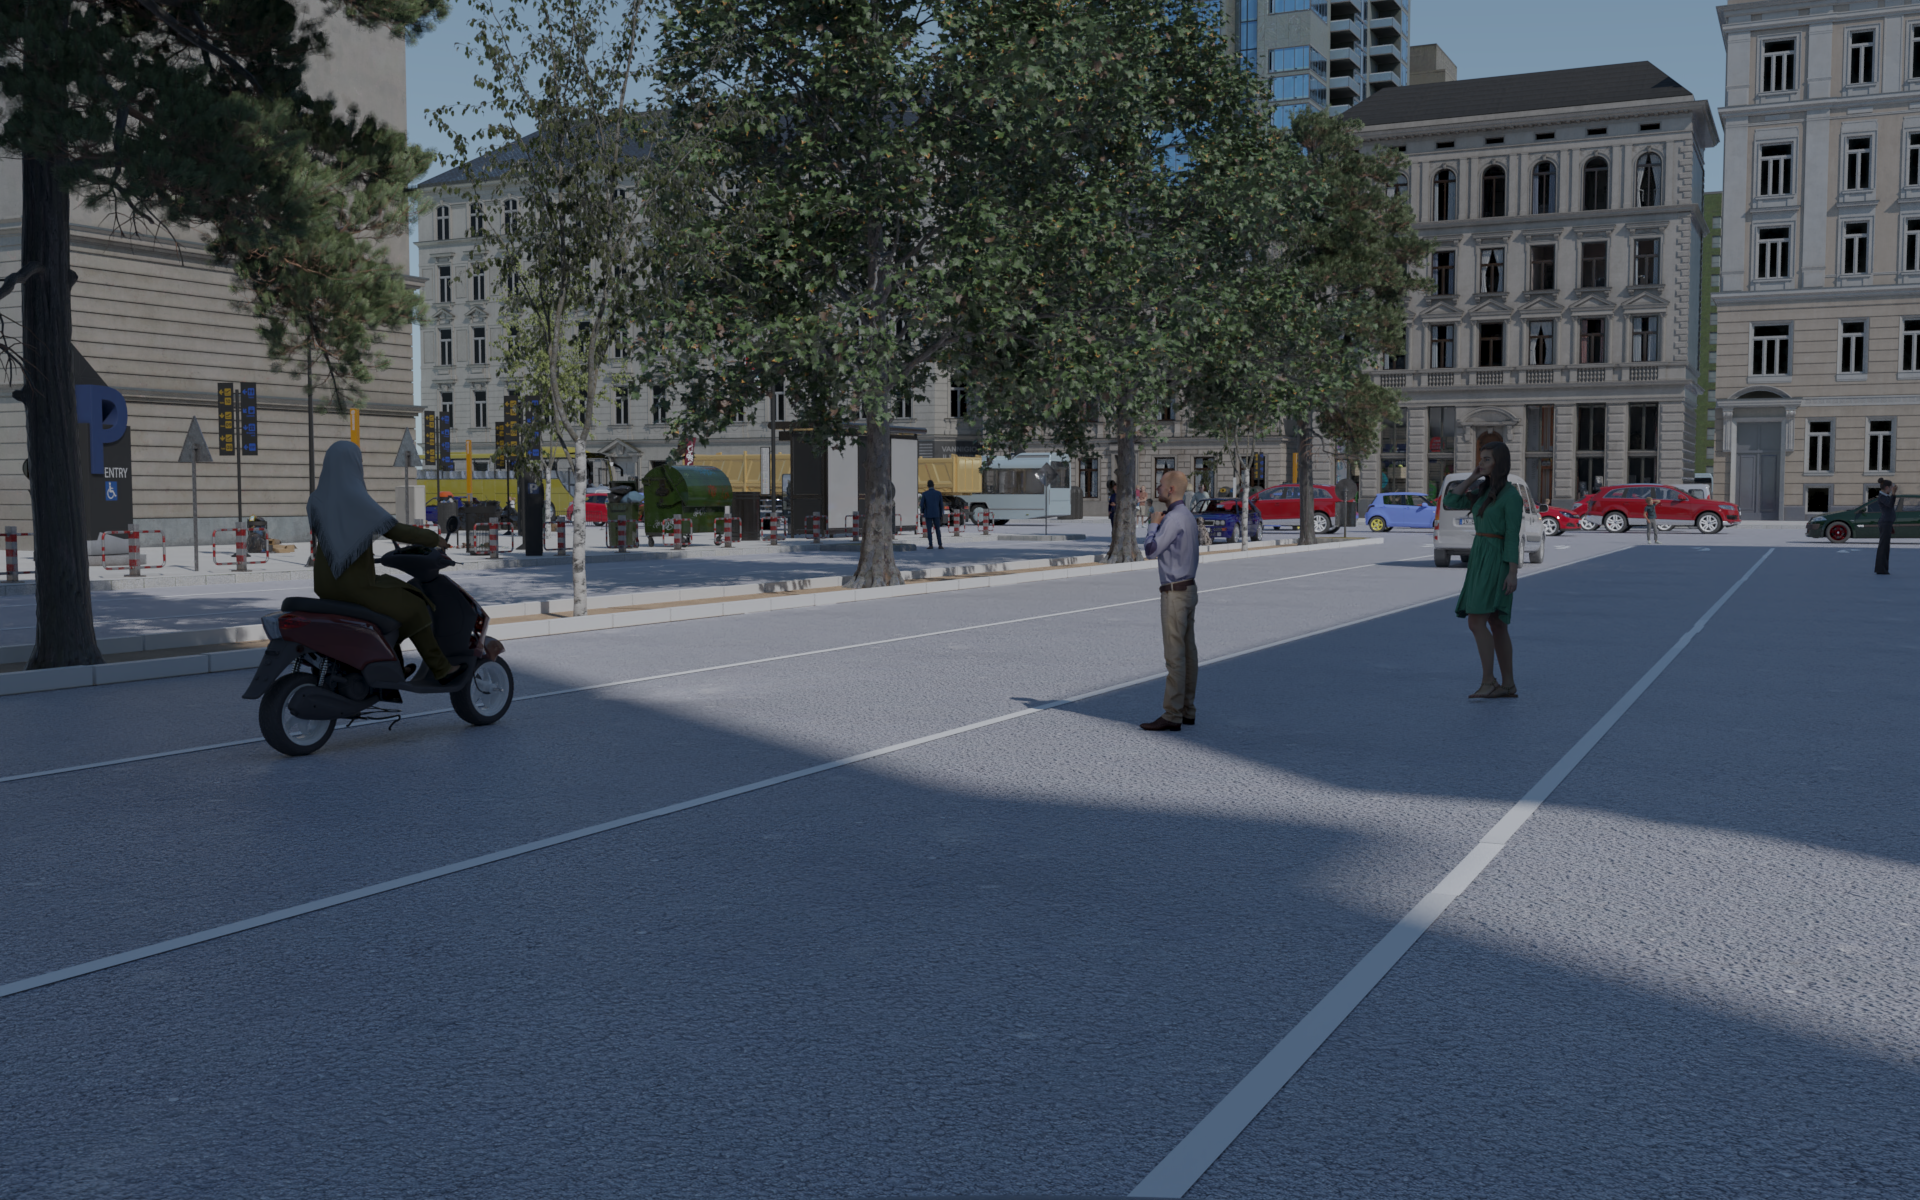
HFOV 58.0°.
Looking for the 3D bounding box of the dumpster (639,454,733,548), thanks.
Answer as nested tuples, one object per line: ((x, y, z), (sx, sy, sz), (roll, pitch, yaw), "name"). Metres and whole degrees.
((-6.702, -2.433, 42.277), (1.502, 2.255, 1.985), (2, 4, 26), "dumpster")

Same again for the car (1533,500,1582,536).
((19.141, -3.108, 59.864), (4.494, 1.783, 2.155), (2, 4, 28), "car")

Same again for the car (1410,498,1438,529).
((20.353, -3.834, 71.724), (4.494, 1.783, 2.155), (2, 4, 26), "car")

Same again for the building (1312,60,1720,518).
((29.218, -16.125, 92.518), (19.941, 23.489, 11.050), (2, 4, 26), "building")

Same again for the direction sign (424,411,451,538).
((-14.264, -3.385, 47.342), (0.379, 3.537, 0.876), (2, 4, 31), "direction sign")

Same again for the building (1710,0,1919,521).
((47.873, -18.255, 84.372), (20.117, 28.700, 13.634), (2, 4, 26), "building")

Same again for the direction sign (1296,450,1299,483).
((17.600, -6.003, 90.151), (0.379, 3.537, 0.876), (2, 4, 24), "direction sign")

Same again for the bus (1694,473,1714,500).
((68.844, -10.118, 160.287), (2.948, 3.499, 13.247), (2, 4, 27), "bus")

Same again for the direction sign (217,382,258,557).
((-14.658, -2.643, 35.208), (0.876, 3.537, 0.379), (1, 4, 14), "direction sign")

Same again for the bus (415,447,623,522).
((-23.665, -6.122, 91.640), (12.252, 3.916, 2.896), (2, 4, 25), "bus")

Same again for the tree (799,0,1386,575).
((3.444, -7.091, 35.398), (9.611, 12.733, 9.660), (0, 3, 0), "tree")

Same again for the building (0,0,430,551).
((-32.930, -14.235, 51.829), (34.723, 24.649, 14.460), (2, 4, 26), "building")

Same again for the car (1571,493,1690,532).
((26.085, -3.570, 67.410), (4.494, 1.783, 2.155), (2, 4, 26), "car")

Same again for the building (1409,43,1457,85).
((42.534, -34.523, 188.153), (21.600, 48.544, 21.300), (2, 4, 26), "building")

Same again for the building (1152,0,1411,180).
((30.106, -51.942, 161.926), (22.319, 86.520, 31.000), (2, 4, 26), "building")

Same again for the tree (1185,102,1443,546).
((9.416, -7.493, 47.016), (6.751, 12.117, 7.091), (0, 3, 0), "tree")

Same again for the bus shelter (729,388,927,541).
((-3.956, -4.491, 51.052), (2.179, 5.291, 8.768), (2, 4, 26), "bus shelter")

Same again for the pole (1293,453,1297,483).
((16.620, -5.638, 86.021), (0.158, 3.312, 0.155), (0, 3, 0), "pole")

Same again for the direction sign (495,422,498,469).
((-14.116, -3.798, 54.089), (0.876, 3.537, 0.379), (1, 4, 21), "direction sign")

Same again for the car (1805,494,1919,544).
((26.794, -2.466, 50.105), (4.222, 1.686, 2.009), (2, 4, 27), "car")

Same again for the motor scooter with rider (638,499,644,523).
((-13.097, -3.849, 71.903), (1.986, 1.779, 0.876), (2, 4, 27), "motor scooter with rider")

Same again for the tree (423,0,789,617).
((-4.200, -4.080, 19.534), (4.360, 8.622, 3.978), (0, 3, 0), "tree")

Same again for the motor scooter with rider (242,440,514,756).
((-3.295, -0.065, 10.028), (0.876, 1.779, 1.986), (2, 4, 28), "motor scooter with rider")

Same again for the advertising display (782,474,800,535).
((-5.279, -3.007, 54.376), (0.123, 1.923, 0.974), (-3, 4, -39), "advertising display")

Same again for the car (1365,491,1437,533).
((17.038, -3.368, 64.653), (3.694, 1.707, 1.945), (2, 4, 26), "car")

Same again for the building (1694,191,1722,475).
((97.122, -33.912, 238.060), (14.086, 41.232, 14.154), (2, 4, 26), "building")

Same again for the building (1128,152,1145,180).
((28.082, -31.545, 199.359), (14.086, 41.232, 14.154), (2, 4, 26), "building")

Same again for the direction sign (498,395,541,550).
((-10.056, -2.926, 39.831), (0.876, 3.537, 0.379), (1, 4, 11), "direction sign")

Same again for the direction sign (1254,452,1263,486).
((16.029, -6.178, 93.011), (0.379, 3.537, 0.876), (3, 5, 42), "direction sign")

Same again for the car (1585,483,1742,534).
((25.672, -3.341, 63.297), (5.304, 1.827, 2.281), (2, 4, 28), "car")

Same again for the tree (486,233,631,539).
((-11.692, -6.077, 49.714), (4.737, 8.622, 4.395), (0, 3, 0), "tree")

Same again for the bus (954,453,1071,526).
((-1.455, -5.243, 80.589), (13.247, 3.499, 2.948), (2, 4, 26), "bus")

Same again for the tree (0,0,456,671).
((-7.146, -5.436, 13.388), (6.751, 12.117, 7.091), (0, 3, 0), "tree")

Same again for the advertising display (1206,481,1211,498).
((12.062, -4.821, 84.042), (0.123, 1.923, 0.974), (1, 4, 15), "advertising display")

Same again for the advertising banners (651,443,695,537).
((-8.680, -3.438, 52.403), (0.090, 3.025, 2.074), (2, 4, 35), "advertising banners")

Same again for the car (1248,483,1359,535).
((11.729, -3.310, 62.785), (5.304, 1.827, 2.281), (2, 4, 25), "car")

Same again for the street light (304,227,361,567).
((-10.954, -3.529, 30.237), (1.470, 5.913, 1.316), (2, 4, 26), "street light")

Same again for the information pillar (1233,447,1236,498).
((13.818, -5.857, 87.118), (0.183, 3.616, 0.504), (1, 4, 17), "information pillar")

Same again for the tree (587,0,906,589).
((-1.204, -6.523, 26.119), (9.611, 12.733, 9.660), (0, 3, 0), "tree")

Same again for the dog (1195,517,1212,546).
((6.482, -1.808, 46.402), (0.513, 0.831, 0.800), (1, 4, 18), "dog")

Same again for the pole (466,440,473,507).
((-18.496, -4.371, 65.302), (0.158, 3.312, 0.155), (0, 3, 0), "pole")

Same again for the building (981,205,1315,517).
((11.397, -14.481, 101.392), (19.286, 19.102, 10.561), (2, 4, 26), "building")

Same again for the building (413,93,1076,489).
((-15.185, -20.940, 118.778), (44.131, 29.872, 17.030), (2, 4, 26), "building")

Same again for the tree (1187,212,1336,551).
((6.950, -5.436, 41.706), (4.360, 8.622, 3.978), (0, 3, 0), "tree")

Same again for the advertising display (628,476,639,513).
((-11.776, -3.502, 62.469), (0.123, 1.923, 0.974), (-2, 4, -26), "advertising display")

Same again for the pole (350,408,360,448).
((-14.409, -2.904, 41.320), (0.158, 3.312, 0.155), (0, 3, 0), "pole")

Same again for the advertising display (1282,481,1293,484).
((16.857, -5.102, 88.629), (0.123, 1.923, 0.974), (-2, 4, -32), "advertising display")
